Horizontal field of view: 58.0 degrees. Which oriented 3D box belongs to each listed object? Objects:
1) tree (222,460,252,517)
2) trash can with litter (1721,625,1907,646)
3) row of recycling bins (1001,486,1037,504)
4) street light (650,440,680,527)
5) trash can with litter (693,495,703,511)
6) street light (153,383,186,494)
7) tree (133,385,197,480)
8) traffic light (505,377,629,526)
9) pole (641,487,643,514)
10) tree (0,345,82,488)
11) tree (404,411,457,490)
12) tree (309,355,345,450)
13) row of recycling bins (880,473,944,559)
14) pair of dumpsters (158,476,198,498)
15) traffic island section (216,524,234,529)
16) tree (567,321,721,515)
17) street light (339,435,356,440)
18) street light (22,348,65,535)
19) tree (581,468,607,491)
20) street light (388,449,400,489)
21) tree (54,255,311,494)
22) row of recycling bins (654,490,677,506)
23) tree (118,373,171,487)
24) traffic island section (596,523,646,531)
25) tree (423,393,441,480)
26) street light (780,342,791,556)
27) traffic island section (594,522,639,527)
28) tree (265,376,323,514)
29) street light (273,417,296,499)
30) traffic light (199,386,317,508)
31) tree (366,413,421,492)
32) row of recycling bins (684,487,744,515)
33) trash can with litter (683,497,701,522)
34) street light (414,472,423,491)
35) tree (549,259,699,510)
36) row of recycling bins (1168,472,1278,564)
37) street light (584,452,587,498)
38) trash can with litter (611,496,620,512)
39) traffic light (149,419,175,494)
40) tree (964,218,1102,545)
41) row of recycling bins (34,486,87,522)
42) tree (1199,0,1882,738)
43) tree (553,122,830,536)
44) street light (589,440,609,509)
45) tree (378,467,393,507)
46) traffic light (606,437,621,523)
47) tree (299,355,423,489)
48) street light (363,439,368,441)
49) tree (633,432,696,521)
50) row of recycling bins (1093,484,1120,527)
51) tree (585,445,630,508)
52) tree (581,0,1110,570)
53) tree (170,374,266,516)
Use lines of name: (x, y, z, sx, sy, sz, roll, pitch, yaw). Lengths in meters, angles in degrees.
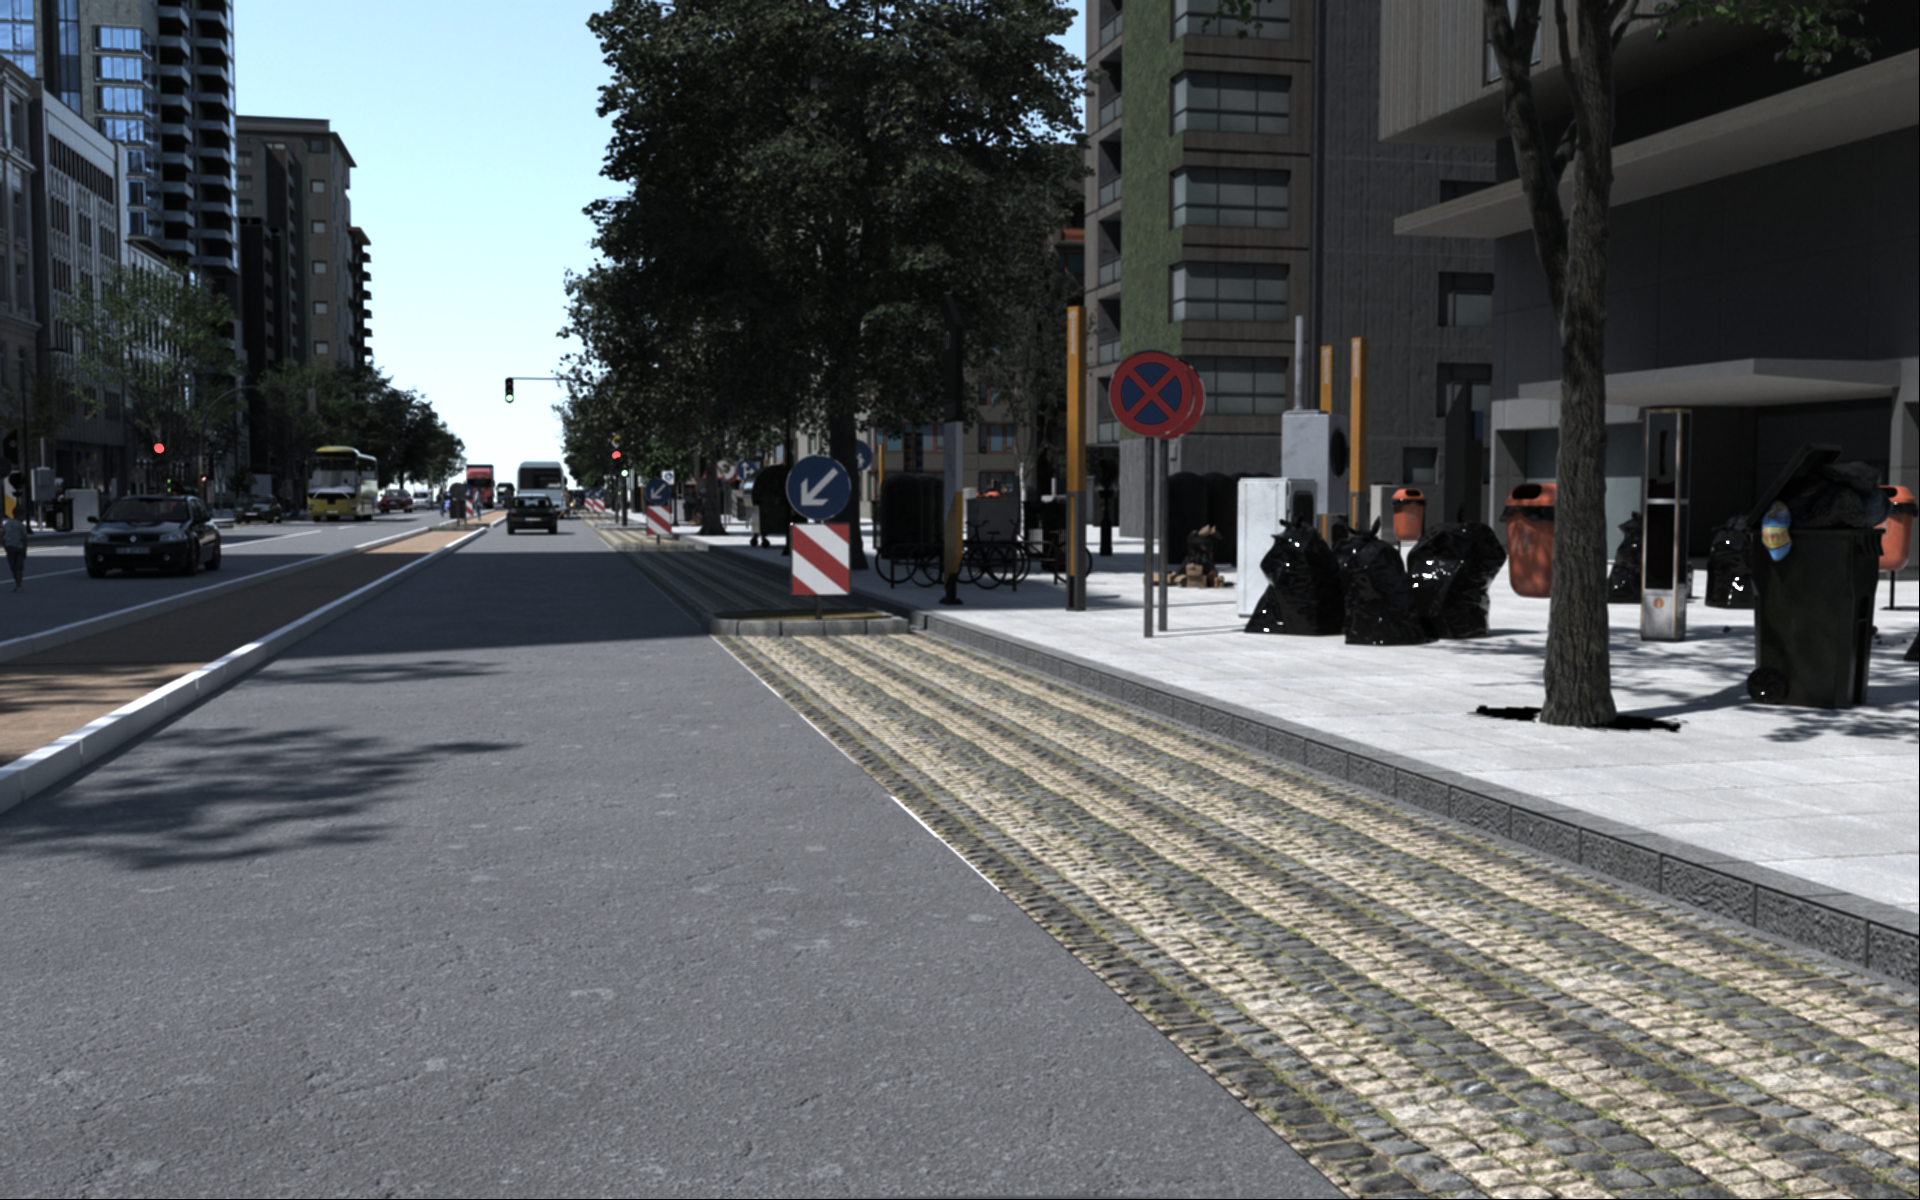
tree: (-40.433, -6.301, 97.617, 1.663, 3.219, 1.824, 0, 3, 0)
trash can with litter: (7.868, -0.288, 15.763, 1.678, 1.210, 2.233, 2, 4, 29)
row of recycling bins: (2.925, -4.857, 86.532, 1.069, 1.692, 3.534, -1, 4, -19)
street light: (-11.771, -5.846, 68.125, 1.470, 5.913, 1.316, -1, 4, -13)
trash can with litter: (-14.702, -5.101, 94.462, 2.233, 1.210, 1.678, -2, 4, -26)
street light: (-33.027, -6.106, 72.377, 1.470, 5.913, 1.316, -1, 4, -13)
tree: (-52.896, -10.094, 115.405, 4.737, 8.622, 4.395, 0, 3, 0)
traffic light: (-15.323, -5.701, 67.879, 4.771, 5.953, 1.251, -1, 4, -13)
pole: (-20.660, -7.276, 112.810, 0.158, 3.312, 0.155, 0, 3, 0)
tree: (-45.056, -8.216, 84.687, 4.737, 8.622, 4.395, 0, 3, 0)
tree: (-72.900, -19.523, 237.325, 7.486, 12.596, 7.792, 0, 3, 0)
tree: (-48.501, -12.447, 129.260, 9.928, 11.665, 9.643, 0, 3, 0)
row of recycling bins: (-0.891, -1.750, 35.724, 1.069, 1.692, 3.534, 1, 4, 10)
pair of dumpsters: (-40.959, -5.396, 90.713, 1.574, 2.255, 4.437, -1, 4, -13)
traffic island section: (-31.642, -3.071, 72.499, 2.009, 0.180, 2.903, -1, 4, -13)
tree: (-16.028, -9.635, 91.941, 8.767, 10.594, 7.601, 1, 4, 11)
street light: (-48.196, -10.012, 136.233, 1.470, 5.913, 1.316, -1, 4, -13)
street light: (-29.044, -5.038, 54.917, 1.470, 5.913, 1.316, -1, 4, -13)
tree: (-45.047, -14.082, 213.956, 4.285, 4.588, 4.351, 0, 3, 0)
street light: (-58.283, -12.592, 178.415, 1.470, 5.913, 1.316, -1, 4, -13)
tree: (-35.335, -9.225, 76.581, 9.928, 11.665, 9.643, 0, 3, 0)
row of recycling bins: (-24.274, -8.518, 146.382, 3.534, 1.692, 1.069, -1, 4, -17)
tree: (-49.091, -9.519, 105.997, 4.360, 8.622, 3.978, 0, 3, 0)
traffic island section: (-13.266, -2.834, 68.621, 2.009, 0.180, 2.903, -1, 4, -13)
tree: (-65.482, -18.089, 202.408, 9.857, 13.997, 8.962, 0, 3, 0)
street light: (-4.105, -3.875, 35.901, 1.470, 5.913, 1.316, -1, 4, -13)
traffic island section: (-15.105, -3.310, 76.393, 2.009, 0.180, 2.903, -1, 4, -13)
tree: (-42.385, -9.681, 108.653, 4.360, 8.622, 3.978, 0, 3, 0)
street light: (-40.610, -8.048, 104.119, 1.470, 5.913, 1.316, -1, 4, -13)
traffic light: (-29.585, -6.007, 72.887, 4.771, 5.953, 1.251, -1, 4, -13)
tree: (-61.990, -15.483, 187.562, 8.767, 10.594, 7.601, 1, 4, 19)
row of recycling bins: (-15.358, -6.105, 106.935, 3.534, 1.692, 1.069, 0, 4, 7)
trash can with litter: (-12.094, -4.106, 78.521, 0.624, 1.170, 1.055, -3, 5, -45)
street light: (-65.804, -14.556, 210.526, 1.470, 5.913, 1.316, -1, 4, -13)
tree: (-26.129, -17.241, 137.772, 12.611, 20.169, 13.585, 0, 3, 0)
row of recycling bins: (5.063, -1.578, 32.913, 1.069, 1.692, 3.534, 3, 5, 41)
street light: (-40.906, -13.407, 191.746, 1.470, 5.913, 1.316, -1, 4, -13)
trash can with litter: (-25.126, -7.052, 126.694, 0.624, 1.170, 1.055, -2, 4, -30)
traffic light: (-29.762, -4.629, 64.603, 0.839, 4.253, 0.868, -1, 4, -13)
tree: (1.578, -5.654, 42.810, 4.360, 8.622, 3.978, 0, 3, 0)
row of recycling bins: (-41.709, -4.479, 80.340, 1.069, 1.692, 3.534, 0, 4, 4)
tree: (3.291, -5.115, 9.392, 9.928, 11.665, 9.643, 0, 3, 0)
tree: (-7.787, -8.342, 53.399, 9.611, 12.733, 9.660, 0, 3, 0)
street light: (-31.053, -10.838, 149.735, 1.470, 5.913, 1.316, -1, 4, -13)
tree: (-59.233, -11.728, 175.464, 4.285, 4.588, 4.351, 0, 3, 0)
traffic light: (-15.146, -5.342, 76.269, 0.839, 4.253, 0.868, -1, 4, -13)
tree: (-55.015, -15.377, 158.072, 9.857, 13.997, 8.962, 0, 3, 0)
street light: (-50.832, -10.656, 146.774, 1.470, 5.913, 1.316, -1, 4, -13)
tree: (-14.131, -6.064, 82.867, 4.285, 4.588, 4.351, 0, 3, 0)
row of recycling bins: (6.414, -3.785, 68.996, 1.069, 1.692, 3.534, 3, 4, 38)
tree: (-30.342, -12.513, 154.949, 4.360, 8.622, 3.978, 0, 3, 0)
tree: (-1.918, -7.488, 29.082, 9.857, 13.997, 8.962, 0, 3, 0)
tree: (-43.660, -9.269, 101.906, 4.360, 8.622, 3.978, 0, 3, 0)
